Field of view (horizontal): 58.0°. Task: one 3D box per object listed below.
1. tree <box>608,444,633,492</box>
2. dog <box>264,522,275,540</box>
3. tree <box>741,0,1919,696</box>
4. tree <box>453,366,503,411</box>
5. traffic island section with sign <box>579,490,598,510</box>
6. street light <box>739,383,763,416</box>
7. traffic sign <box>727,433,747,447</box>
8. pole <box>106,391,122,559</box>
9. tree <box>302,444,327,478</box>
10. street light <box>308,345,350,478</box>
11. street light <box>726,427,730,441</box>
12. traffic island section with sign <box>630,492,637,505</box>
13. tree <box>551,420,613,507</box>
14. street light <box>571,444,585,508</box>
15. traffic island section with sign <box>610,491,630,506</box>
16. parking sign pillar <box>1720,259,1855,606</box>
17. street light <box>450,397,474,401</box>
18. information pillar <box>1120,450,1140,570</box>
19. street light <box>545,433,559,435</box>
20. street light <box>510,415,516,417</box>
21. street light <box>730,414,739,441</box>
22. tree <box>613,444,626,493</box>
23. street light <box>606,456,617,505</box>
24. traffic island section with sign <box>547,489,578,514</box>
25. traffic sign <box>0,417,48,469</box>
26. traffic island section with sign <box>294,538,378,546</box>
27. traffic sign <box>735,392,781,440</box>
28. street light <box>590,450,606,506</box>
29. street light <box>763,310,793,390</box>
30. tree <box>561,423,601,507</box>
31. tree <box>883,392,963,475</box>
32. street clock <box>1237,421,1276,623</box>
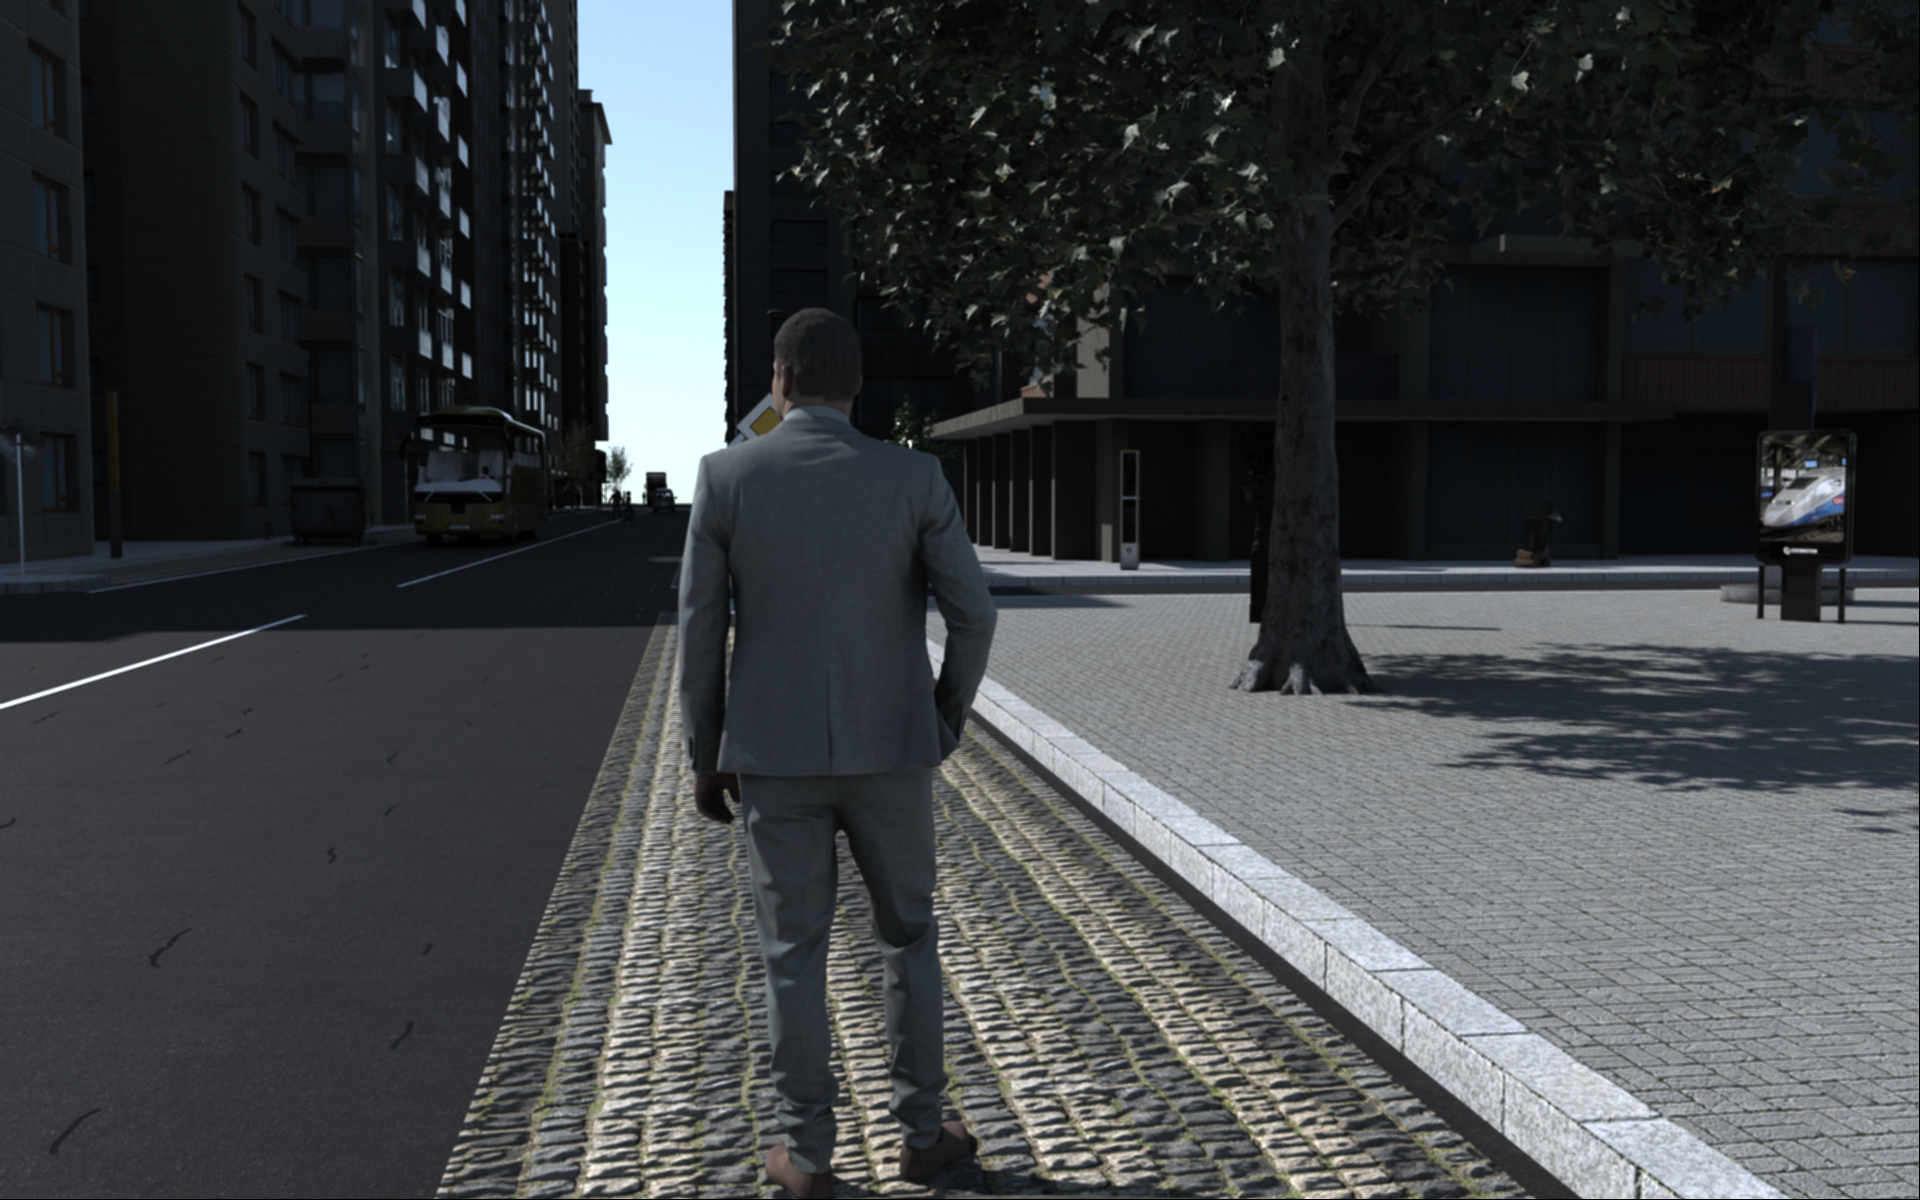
[{"bbox_3d":[-50.335,-18.714,256.336,4.360,8.622,3.978,0,3,0],"label":"tree"},{"bbox_3d":[-19.343,-1.937,48.501,0.540,0.507,0.406,3,4,39],"label":"dog"},{"bbox_3d":[2.266,-5.765,11.270,9.611,12.733,9.660,0,3,0],"label":"tree"},{"bbox_3d":[-27.523,-8.942,96.557,4.737,8.622,4.395,0,3,0],"label":"tree"},{"bbox_3d":[-32.551,-8.723,151.245,1.989,1.847,2.006,-1,4,-8],"label":"traffic island section with sign"},{"bbox_3d":[-8.410,-6.135,72.849,1.470,5.913,1.316,-1,4,-8],"label":"street light"},{"bbox_3d":[-3.305,-1.561,27.709,0.795,2.593,0.064,-1,4,-8],"label":"traffic sign"},{"bbox_3d":[-16.815,-2.482,34.422,0.158,3.312,0.155,0,3,0],"label":"pole"},{"bbox_3d":[-21.794,-3.848,57.510,1.663,3.219,1.824,0,3,0],"label":"tree"},{"bbox_3d":[-19.749,-4.993,54.177,1.470,5.913,1.316,-1,4,-8],"label":"street light"},{"bbox_3d":[-15.195,-8.994,119.591,1.470,5.913,1.316,-1,4,-8],"label":"street light"},{"bbox_3d":[-44.557,-13.732,233.147,1.989,1.847,2.006,-1,4,-8],"label":"traffic island section with sign"},{"bbox_3d":[-37.308,-13.335,168.396,4.737,8.622,4.395,0,3,0],"label":"tree"},{"bbox_3d":[-35.197,-11.435,159.506,1.470,5.913,1.316,-1,4,-8],"label":"street light"},{"bbox_3d":[-40.570,-12.071,205.995,1.989,1.847,2.006,-1,4,-8],"label":"traffic island section with sign"},{"bbox_3d":[9.817,-1.956,20.460,1.447,3.967,1.447,2,4,29],"label":"parking sign pillar"},{"bbox_3d":[-23.925,-6.749,82.891,1.470,5.913,1.316,-1,4,-8],"label":"street light"},{"bbox_3d":[2.875,-1.515,29.264,0.304,2.012,0.304,1,4,11],"label":"information pillar"},{"bbox_3d":[-31.005,-9.691,130.988,1.470,5.913,1.316,-1,4,-8],"label":"street light"},{"bbox_3d":[-26.830,-7.921,102.047,1.470,5.913,1.316,-1,4,-8],"label":"street light"},{"bbox_3d":[-12.531,-7.874,101.273,1.470,5.913,1.316,-1,4,-8],"label":"street light"},{"bbox_3d":[-49.823,-18.267,249.034,4.737,8.622,4.395,0,3,0],"label":"tree"},{"bbox_3d":[-42.966,-14.676,212.493,1.470,5.913,1.316,-1,4,-8],"label":"street light"},{"bbox_3d":[-28.534,-7.048,123.863,1.989,1.847,2.006,-1,4,-8],"label":"traffic island section with sign"},{"bbox_3d":[-14.186,-1.465,26.140,0.795,2.593,0.064,-1,4,-8],"label":"traffic sign"},{"bbox_3d":[-17.536,-2.459,48.832,1.989,1.847,2.006,-1,4,-8],"label":"traffic island section with sign"},{"bbox_3d":[-2.147,-1.078,19.808,0.795,2.593,0.064,-1,4,-8],"label":"traffic sign"},{"bbox_3d":[-38.764,-12.938,184.081,1.470,5.913,1.316,-1,4,-8],"label":"street light"},{"bbox_3d":[-4.157,-4.368,43.959,1.470,5.913,1.316,-1,4,-8],"label":"street light"},{"bbox_3d":[-38.052,-13.685,174.117,4.360,8.622,3.978,0,3,0],"label":"tree"},{"bbox_3d":[-1.057,-2.356,33.128,1.663,3.219,1.824,0,3,0],"label":"tree"},{"bbox_3d":[2.995,-0.776,17.266,0.471,2.002,0.358,1,4,12],"label":"street clock"}]
